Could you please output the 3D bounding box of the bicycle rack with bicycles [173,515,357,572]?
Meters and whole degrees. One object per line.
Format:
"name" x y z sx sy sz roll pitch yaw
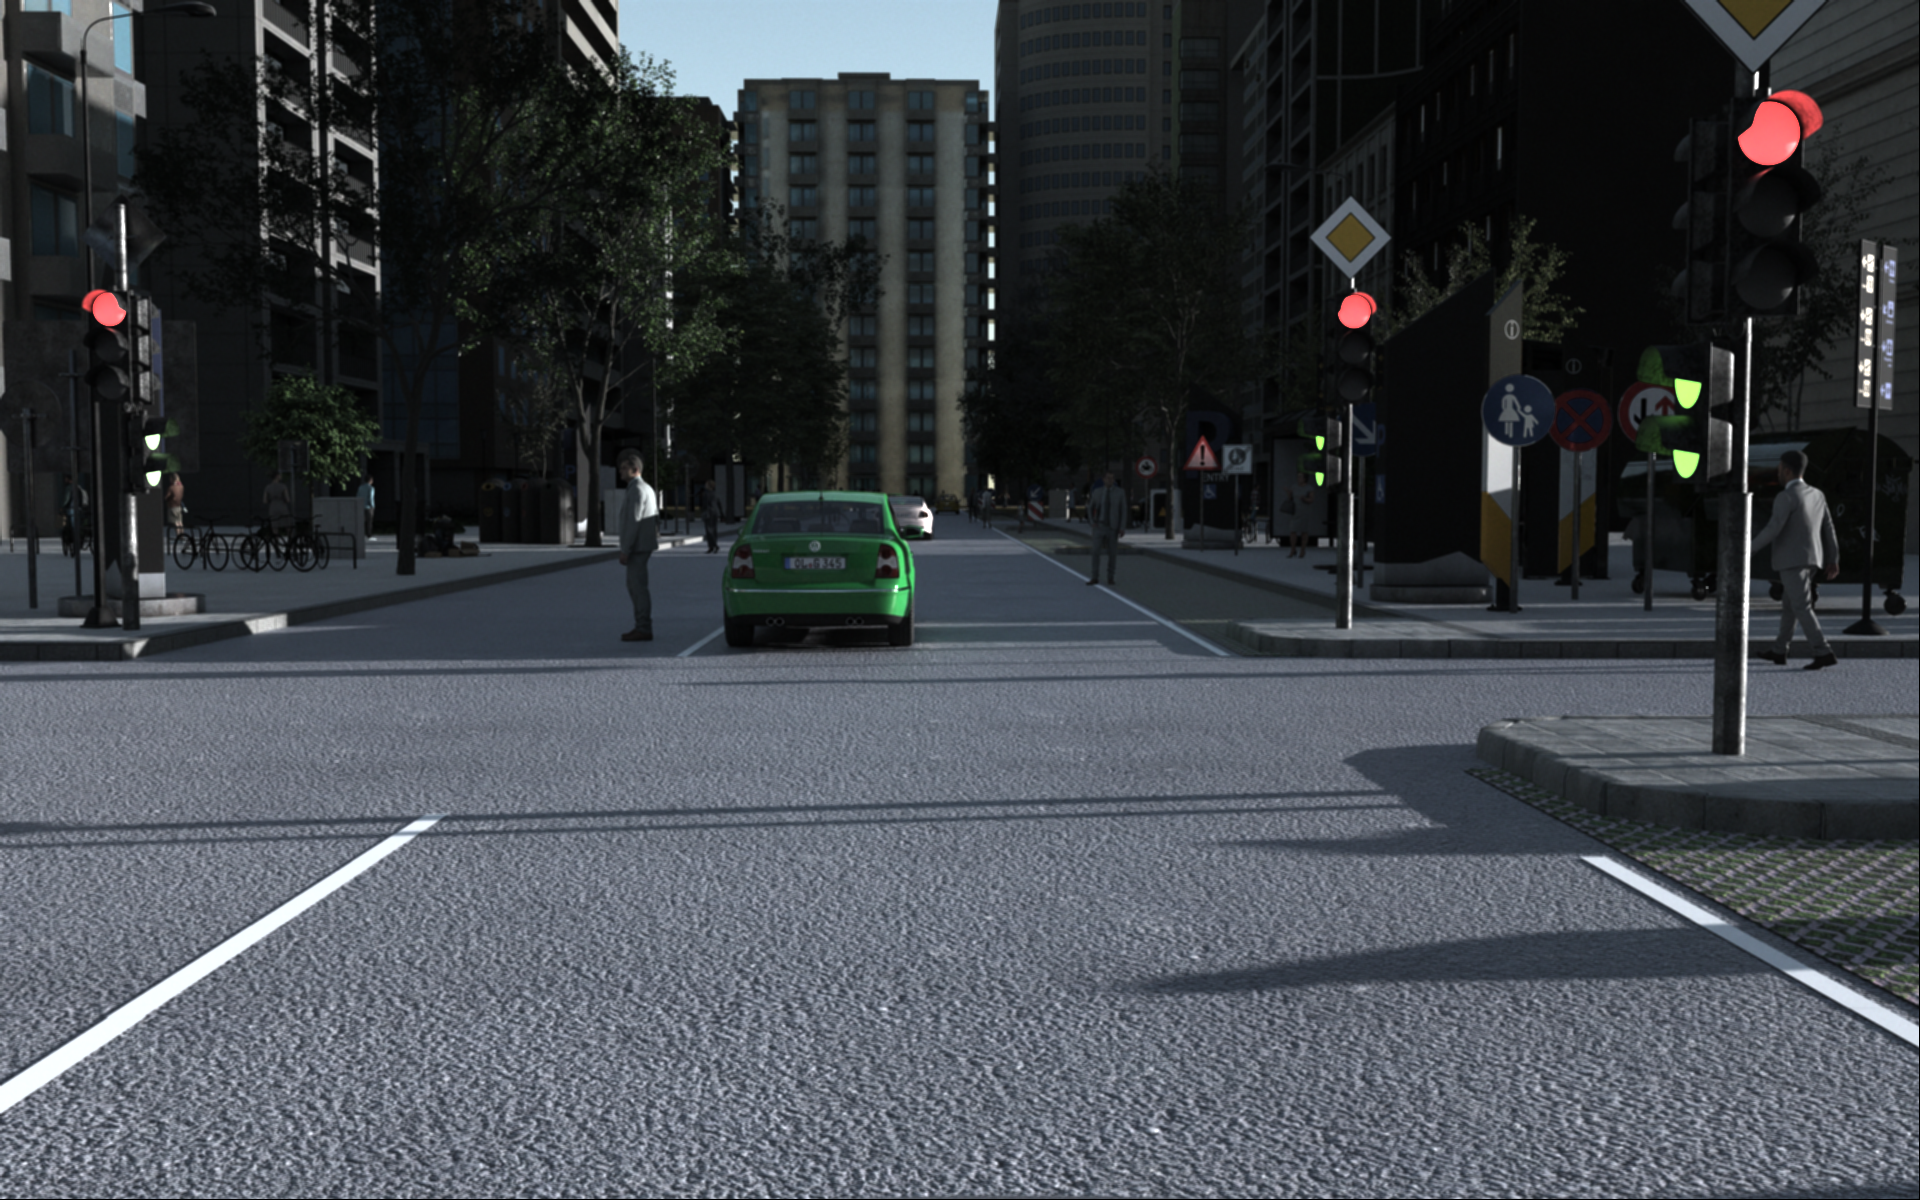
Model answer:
"bicycle rack with bicycles" -11.581 -0.978 29.369 2.925 0.926 2.852 3 5 41

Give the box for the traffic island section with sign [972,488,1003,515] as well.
"traffic island section with sign" 1.969 -6.708 118.302 1.989 1.847 2.006 0 4 -1

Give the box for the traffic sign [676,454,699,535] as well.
"traffic sign" -8.643 -3.351 54.898 0.768 2.556 0.104 1 4 9

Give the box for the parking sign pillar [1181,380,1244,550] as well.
"parking sign pillar" 5.907 -3.178 40.439 1.447 3.967 1.447 2 4 32

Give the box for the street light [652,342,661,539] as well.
"street light" -8.270 -4.733 49.922 1.470 5.913 1.316 0 4 -1

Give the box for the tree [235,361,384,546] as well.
"tree" -16.065 -3.620 42.898 4.285 4.588 4.351 0 3 0

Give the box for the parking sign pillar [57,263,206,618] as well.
"parking sign pillar" -8.895 -1.837 18.509 1.447 3.967 1.447 -2 4 -35

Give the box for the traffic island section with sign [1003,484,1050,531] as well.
"traffic island section with sign" 2.817 -3.646 68.238 1.989 1.847 2.006 0 4 -1

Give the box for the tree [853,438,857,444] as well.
"tree" -10.982 -12.156 149.110 4.737 8.622 4.395 0 3 0

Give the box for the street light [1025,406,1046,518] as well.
"street light" 3.849 -7.261 91.265 1.470 5.913 1.316 0 4 -1

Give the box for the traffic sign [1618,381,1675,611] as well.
"traffic sign" 7.565 -1.154 18.968 0.768 2.556 0.104 0 4 5

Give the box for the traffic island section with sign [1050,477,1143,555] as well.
"traffic island section with sign" 3.278 -1.997 41.286 1.989 1.847 2.006 0 4 -1

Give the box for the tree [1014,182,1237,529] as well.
"tree" 6.290 -8.860 62.986 7.486 12.596 7.792 0 3 0

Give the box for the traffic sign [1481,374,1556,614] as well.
"traffic sign" 5.954 -1.128 18.552 0.768 2.556 0.104 0 4 7

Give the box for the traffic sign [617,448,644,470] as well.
"traffic sign" -9.099 -2.916 47.782 0.768 2.556 0.104 0 4 5

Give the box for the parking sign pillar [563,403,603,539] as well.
"parking sign pillar" -11.167 -3.796 50.535 1.447 3.967 1.447 0 4 5

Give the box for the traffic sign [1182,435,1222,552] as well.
"traffic sign" 5.357 -2.343 38.306 0.884 2.594 0.081 0 4 6

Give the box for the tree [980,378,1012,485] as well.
"tree" 5.021 -13.423 137.586 7.486 12.596 7.792 0 3 0

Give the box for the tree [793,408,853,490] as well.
"tree" -11.062 -10.915 128.823 4.737 8.622 4.395 0 3 0

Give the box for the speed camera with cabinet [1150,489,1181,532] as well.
"speed camera with cabinet" 7.507 -3.943 58.797 2.038 3.252 0.660 1 4 18

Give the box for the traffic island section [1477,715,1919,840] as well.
"traffic island section" 3.827 0.838 8.578 2.009 0.180 2.903 0 4 -1

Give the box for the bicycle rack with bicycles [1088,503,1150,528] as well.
"bicycle rack with bicycles" 6.686 -3.267 66.799 2.852 0.926 2.925 -2 4 -32

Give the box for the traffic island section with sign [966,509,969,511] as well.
"traffic island section with sign" 1.506 -8.368 145.440 1.989 1.847 2.006 0 4 -1

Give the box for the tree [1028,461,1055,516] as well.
"tree" 4.413 -6.464 100.290 1.663 3.219 1.824 0 3 0

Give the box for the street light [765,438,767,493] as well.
"street light" -8.821 -6.776 83.326 1.470 5.913 1.316 0 4 -1

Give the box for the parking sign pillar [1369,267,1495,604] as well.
"parking sign pillar" 5.682 -1.977 20.793 1.447 3.967 1.447 0 4 -5

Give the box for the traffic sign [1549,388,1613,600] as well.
"traffic sign" 7.480 -1.277 20.991 0.768 2.556 0.104 0 4 7

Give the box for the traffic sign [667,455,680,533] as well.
"traffic sign" -9.225 -3.437 56.295 0.768 2.556 0.104 0 4 0

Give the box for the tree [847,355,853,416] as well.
"tree" -9.147 -10.643 92.135 7.486 12.596 7.792 0 3 0

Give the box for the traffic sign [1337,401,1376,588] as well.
"traffic sign" 5.464 -1.435 23.571 0.768 2.556 0.104 0 4 2

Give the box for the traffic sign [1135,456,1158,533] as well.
"traffic sign" 6.211 -3.523 57.711 0.768 2.556 0.104 0 4 6

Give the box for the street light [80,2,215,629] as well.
"street light" -7.739 -2.690 16.518 1.470 5.913 1.316 0 4 -1

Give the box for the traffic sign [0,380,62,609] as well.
"traffic sign" -10.401 -1.178 19.365 0.768 2.556 0.104 0 4 7

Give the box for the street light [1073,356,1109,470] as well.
"street light" 4.384 -5.218 57.861 1.470 5.913 1.316 0 4 -1

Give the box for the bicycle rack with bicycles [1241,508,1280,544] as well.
"bicycle rack with bicycles" 7.136 -1.961 45.446 2.852 0.926 2.925 0 4 2

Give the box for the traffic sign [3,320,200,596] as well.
"traffic sign" -10.068 -1.618 20.322 2.265 3.308 0.079 0 4 1

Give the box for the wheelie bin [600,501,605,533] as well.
"wheelie bin" -11.589 -3.032 57.476 0.693 1.594 0.980 -2 4 -34

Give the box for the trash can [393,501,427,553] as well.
"trash can" -12.062 -1.613 38.021 0.748 1.137 0.748 0 3 0

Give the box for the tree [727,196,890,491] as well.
"tree" -11.685 -15.712 112.786 12.611 20.169 13.585 0 3 0

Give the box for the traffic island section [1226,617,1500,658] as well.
"traffic island section" 3.691 0.350 16.562 2.009 0.180 2.903 0 4 -1

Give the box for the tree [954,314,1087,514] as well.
"tree" 4.454 -11.854 110.820 9.611 12.733 9.660 0 3 0

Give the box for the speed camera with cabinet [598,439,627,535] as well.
"speed camera with cabinet" -11.175 -3.748 55.620 0.660 3.252 2.038 -2 4 -30

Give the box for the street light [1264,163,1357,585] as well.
"street light" 4.960 -3.175 24.457 1.470 5.913 1.316 0 4 -1

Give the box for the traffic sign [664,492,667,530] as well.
"traffic sign" -10.624 -3.811 62.424 0.768 2.556 0.104 0 4 1

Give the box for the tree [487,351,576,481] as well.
"tree" -21.096 -8.319 86.376 4.360 8.622 3.978 0 3 0

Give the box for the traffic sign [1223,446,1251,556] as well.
"traffic sign" 5.759 -2.074 36.039 0.606 2.300 0.079 1 4 8

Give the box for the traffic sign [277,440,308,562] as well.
"traffic sign" -12.622 -1.876 32.795 0.606 2.300 0.079 0 4 7

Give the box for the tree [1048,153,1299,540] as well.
"tree" 5.648 -6.974 48.432 7.601 10.594 8.767 -3 4 -38
